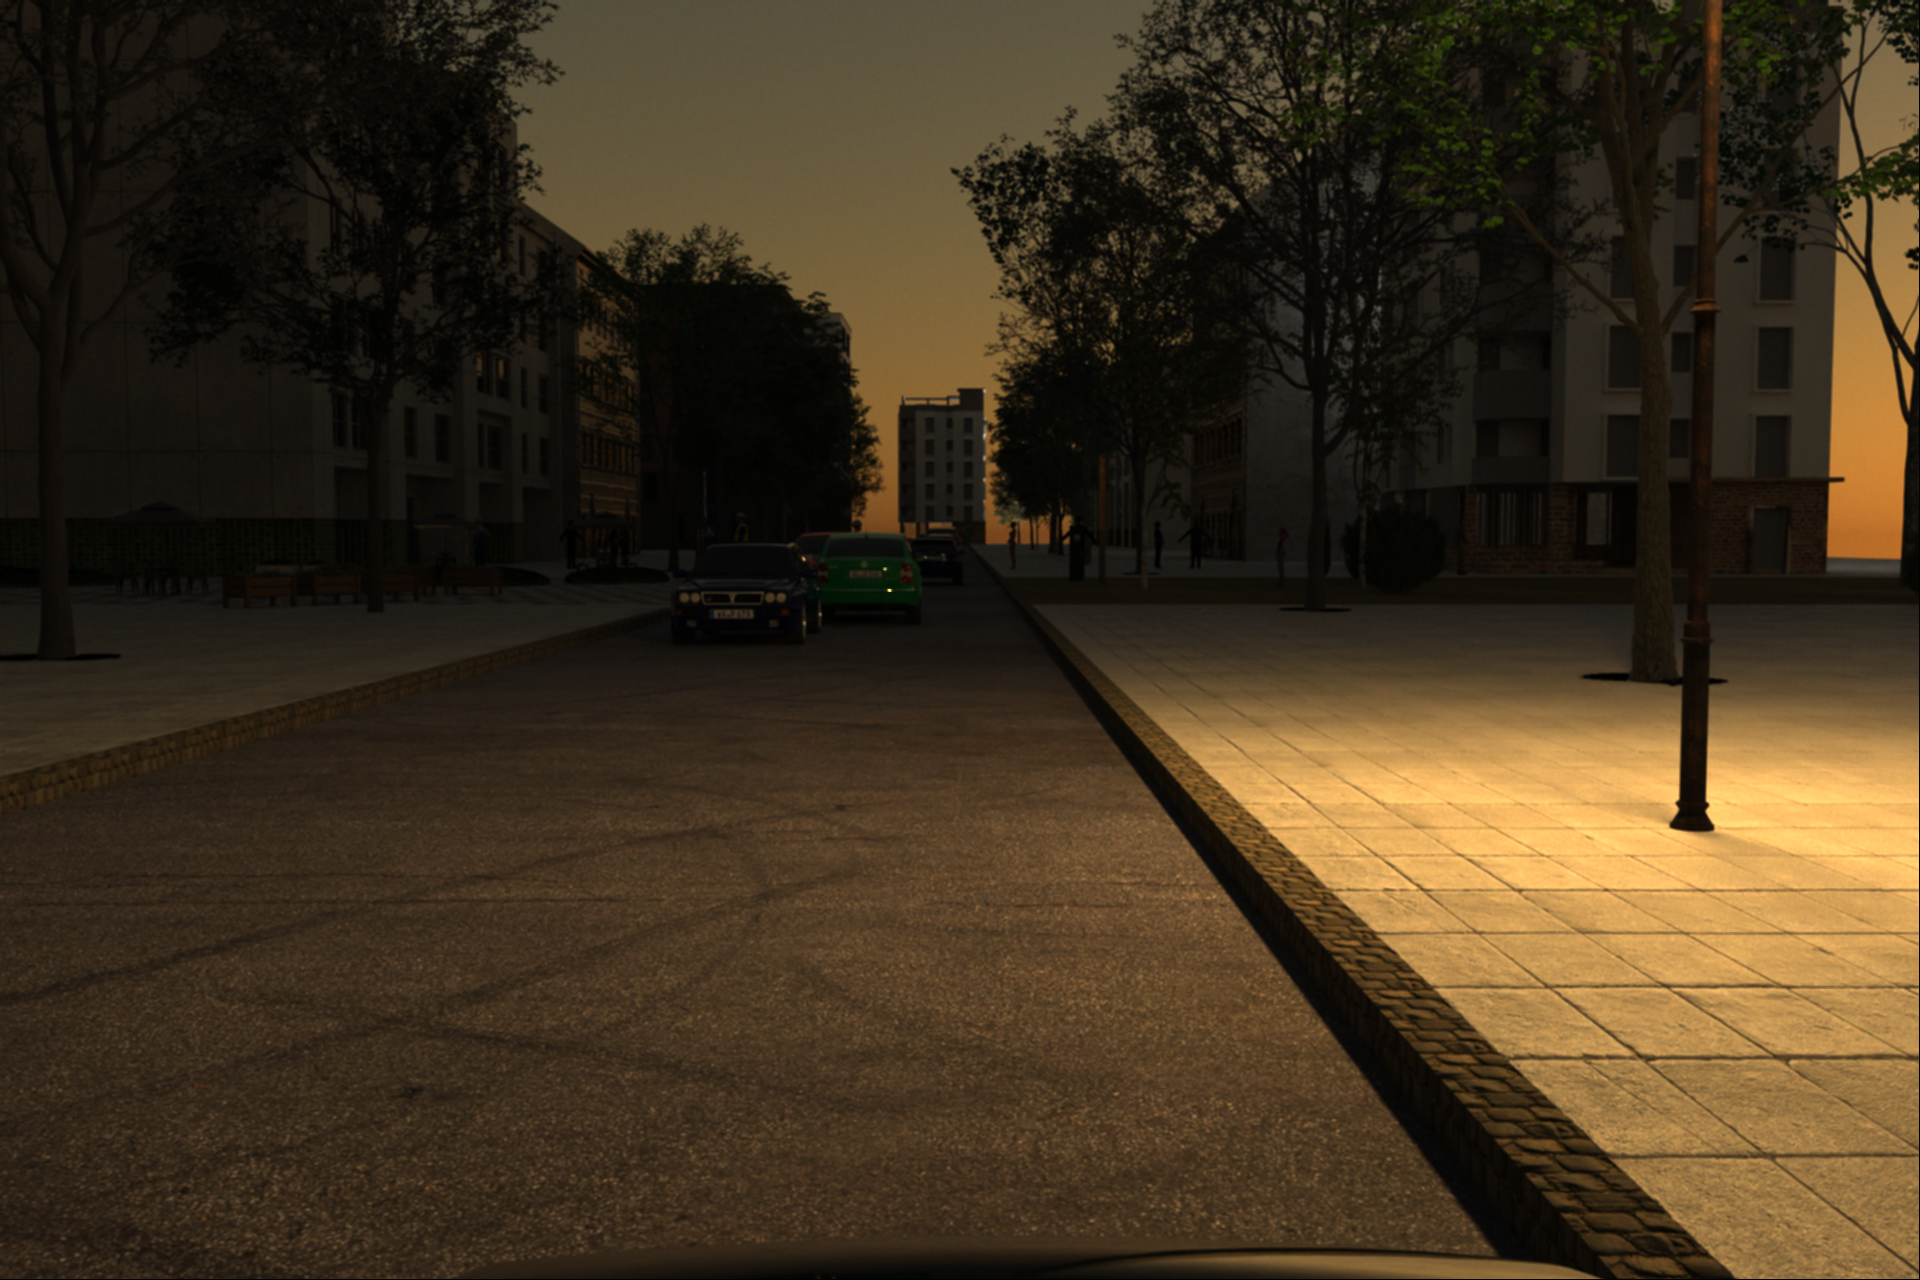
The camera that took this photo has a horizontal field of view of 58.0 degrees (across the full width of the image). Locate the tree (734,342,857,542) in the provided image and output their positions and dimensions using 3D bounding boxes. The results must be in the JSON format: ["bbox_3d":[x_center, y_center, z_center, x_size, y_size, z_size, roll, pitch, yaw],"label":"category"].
[{"bbox_3d":[-9.559,-10.188,92.330,9.928,11.665,9.643,0,3,0],"label":"tree"}]

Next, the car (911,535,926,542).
[{"bbox_3d":[-2.525,-6.903,125.449,1.945,1.354,3.894,0,4,0],"label":"car"}]

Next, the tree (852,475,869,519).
[{"bbox_3d":[-15.370,-17.908,227.200,7.601,10.594,8.767,1,4,9],"label":"tree"}]

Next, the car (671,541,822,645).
[{"bbox_3d":[-2.867,-0.679,23.684,1.945,1.354,3.894,0,3,0],"label":"car"}]

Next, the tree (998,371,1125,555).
[{"bbox_3d":[6.139,-10.946,104.720,9.928,11.665,9.643,0,3,0],"label":"tree"}]

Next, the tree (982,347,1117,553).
[{"bbox_3d":[6.213,-12.751,115.126,9.857,13.997,8.962,0,3,0],"label":"tree"}]

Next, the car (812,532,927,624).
[{"bbox_3d":[-1.523,-1.227,28.857,1.959,1.807,4.718,0,4,-1],"label":"car"}]

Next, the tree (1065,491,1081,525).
[{"bbox_3d":[17.370,-18.921,227.487,7.486,12.596,7.792,0,3,0],"label":"tree"}]

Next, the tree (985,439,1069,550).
[{"bbox_3d":[5.478,-12.452,138.001,7.601,10.594,8.767,1,4,12],"label":"tree"}]

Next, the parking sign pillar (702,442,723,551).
[{"bbox_3d":[-7.183,-3.786,50.371,1.447,3.967,1.447,0,4,0],"label":"parking sign pillar"}]

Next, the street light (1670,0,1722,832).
[{"bbox_3d":[3.190,-2.115,7.370,0.468,5.910,1.993,0,4,0],"label":"street light"}]

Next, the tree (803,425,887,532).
[{"bbox_3d":[-9.522,-12.374,136.727,8.767,10.594,7.601,1,4,16],"label":"tree"}]

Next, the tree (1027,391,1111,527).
[{"bbox_3d":[5.848,-8.272,85.607,4.360,8.622,3.978,0,3,0],"label":"tree"}]

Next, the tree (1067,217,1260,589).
[{"bbox_3d":[4.524,-5.496,40.215,4.737,8.622,4.395,0,3,0],"label":"tree"}]

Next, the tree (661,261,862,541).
[{"bbox_3d":[-9.207,-10.597,79.915,9.857,13.997,8.962,0,3,0],"label":"tree"}]

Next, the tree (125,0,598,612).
[{"bbox_3d":[-9.727,-5.714,27.830,8.767,10.594,7.601,1,4,17],"label":"tree"}]

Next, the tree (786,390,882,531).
[{"bbox_3d":[-9.217,-12.104,123.652,9.928,11.665,9.643,0,3,0],"label":"tree"}]

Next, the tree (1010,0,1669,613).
[{"bbox_3d":[6.072,-7.223,28.462,12.009,13.543,11.850,0,3,0],"label":"tree"}]

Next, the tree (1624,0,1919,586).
[{"bbox_3d":[23.595,-11.511,44.098,12.611,20.169,13.585,0,3,0],"label":"tree"}]

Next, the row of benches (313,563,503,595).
[{"bbox_3d":[-11.825,-1.300,36.721,4.104,0.672,1.422,0,4,3],"label":"row of benches"}]

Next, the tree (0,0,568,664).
[{"bbox_3d":[-9.301,-6.551,17.478,12.009,13.543,11.850,0,3,0],"label":"tree"}]

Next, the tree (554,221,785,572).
[{"bbox_3d":[-9.747,-8.120,58.512,9.928,11.665,9.643,0,3,0],"label":"tree"}]

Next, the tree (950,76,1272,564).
[{"bbox_3d":[6.325,-13.229,72.178,12.611,20.169,13.585,0,3,0],"label":"tree"}]

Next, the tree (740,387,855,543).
[{"bbox_3d":[-10.103,-11.010,105.776,9.928,11.665,9.643,0,3,0],"label":"tree"}]

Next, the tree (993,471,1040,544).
[{"bbox_3d":[8.102,-18.834,226.057,7.486,12.596,7.792,0,3,0],"label":"tree"}]

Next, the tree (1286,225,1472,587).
[{"bbox_3d":[9.999,-5.591,41.783,4.737,8.622,4.395,0,3,0],"label":"tree"}]

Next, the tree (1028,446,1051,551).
[{"bbox_3d":[6.005,-11.006,130.305,4.737,8.622,4.395,0,3,0],"label":"tree"}]

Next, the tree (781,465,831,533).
[{"bbox_3d":[-10.021,-10.002,113.902,4.360,8.622,3.978,0,3,0],"label":"tree"}]

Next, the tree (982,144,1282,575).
[{"bbox_3d":[5.658,-8.825,54.661,12.009,13.543,11.850,0,3,0],"label":"tree"}]

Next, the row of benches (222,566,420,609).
[{"bbox_3d":[-11.550,-0.995,31.733,1.422,0.672,4.104,2,4,29],"label":"row of benches"}]

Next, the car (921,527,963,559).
[{"bbox_3d":[-0.945,-5.058,91.368,2.281,1.827,5.304,0,4,-1],"label":"car"}]

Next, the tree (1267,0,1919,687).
[{"bbox_3d":[5.945,-5.450,14.868,9.928,11.665,9.643,0,3,0],"label":"tree"}]
